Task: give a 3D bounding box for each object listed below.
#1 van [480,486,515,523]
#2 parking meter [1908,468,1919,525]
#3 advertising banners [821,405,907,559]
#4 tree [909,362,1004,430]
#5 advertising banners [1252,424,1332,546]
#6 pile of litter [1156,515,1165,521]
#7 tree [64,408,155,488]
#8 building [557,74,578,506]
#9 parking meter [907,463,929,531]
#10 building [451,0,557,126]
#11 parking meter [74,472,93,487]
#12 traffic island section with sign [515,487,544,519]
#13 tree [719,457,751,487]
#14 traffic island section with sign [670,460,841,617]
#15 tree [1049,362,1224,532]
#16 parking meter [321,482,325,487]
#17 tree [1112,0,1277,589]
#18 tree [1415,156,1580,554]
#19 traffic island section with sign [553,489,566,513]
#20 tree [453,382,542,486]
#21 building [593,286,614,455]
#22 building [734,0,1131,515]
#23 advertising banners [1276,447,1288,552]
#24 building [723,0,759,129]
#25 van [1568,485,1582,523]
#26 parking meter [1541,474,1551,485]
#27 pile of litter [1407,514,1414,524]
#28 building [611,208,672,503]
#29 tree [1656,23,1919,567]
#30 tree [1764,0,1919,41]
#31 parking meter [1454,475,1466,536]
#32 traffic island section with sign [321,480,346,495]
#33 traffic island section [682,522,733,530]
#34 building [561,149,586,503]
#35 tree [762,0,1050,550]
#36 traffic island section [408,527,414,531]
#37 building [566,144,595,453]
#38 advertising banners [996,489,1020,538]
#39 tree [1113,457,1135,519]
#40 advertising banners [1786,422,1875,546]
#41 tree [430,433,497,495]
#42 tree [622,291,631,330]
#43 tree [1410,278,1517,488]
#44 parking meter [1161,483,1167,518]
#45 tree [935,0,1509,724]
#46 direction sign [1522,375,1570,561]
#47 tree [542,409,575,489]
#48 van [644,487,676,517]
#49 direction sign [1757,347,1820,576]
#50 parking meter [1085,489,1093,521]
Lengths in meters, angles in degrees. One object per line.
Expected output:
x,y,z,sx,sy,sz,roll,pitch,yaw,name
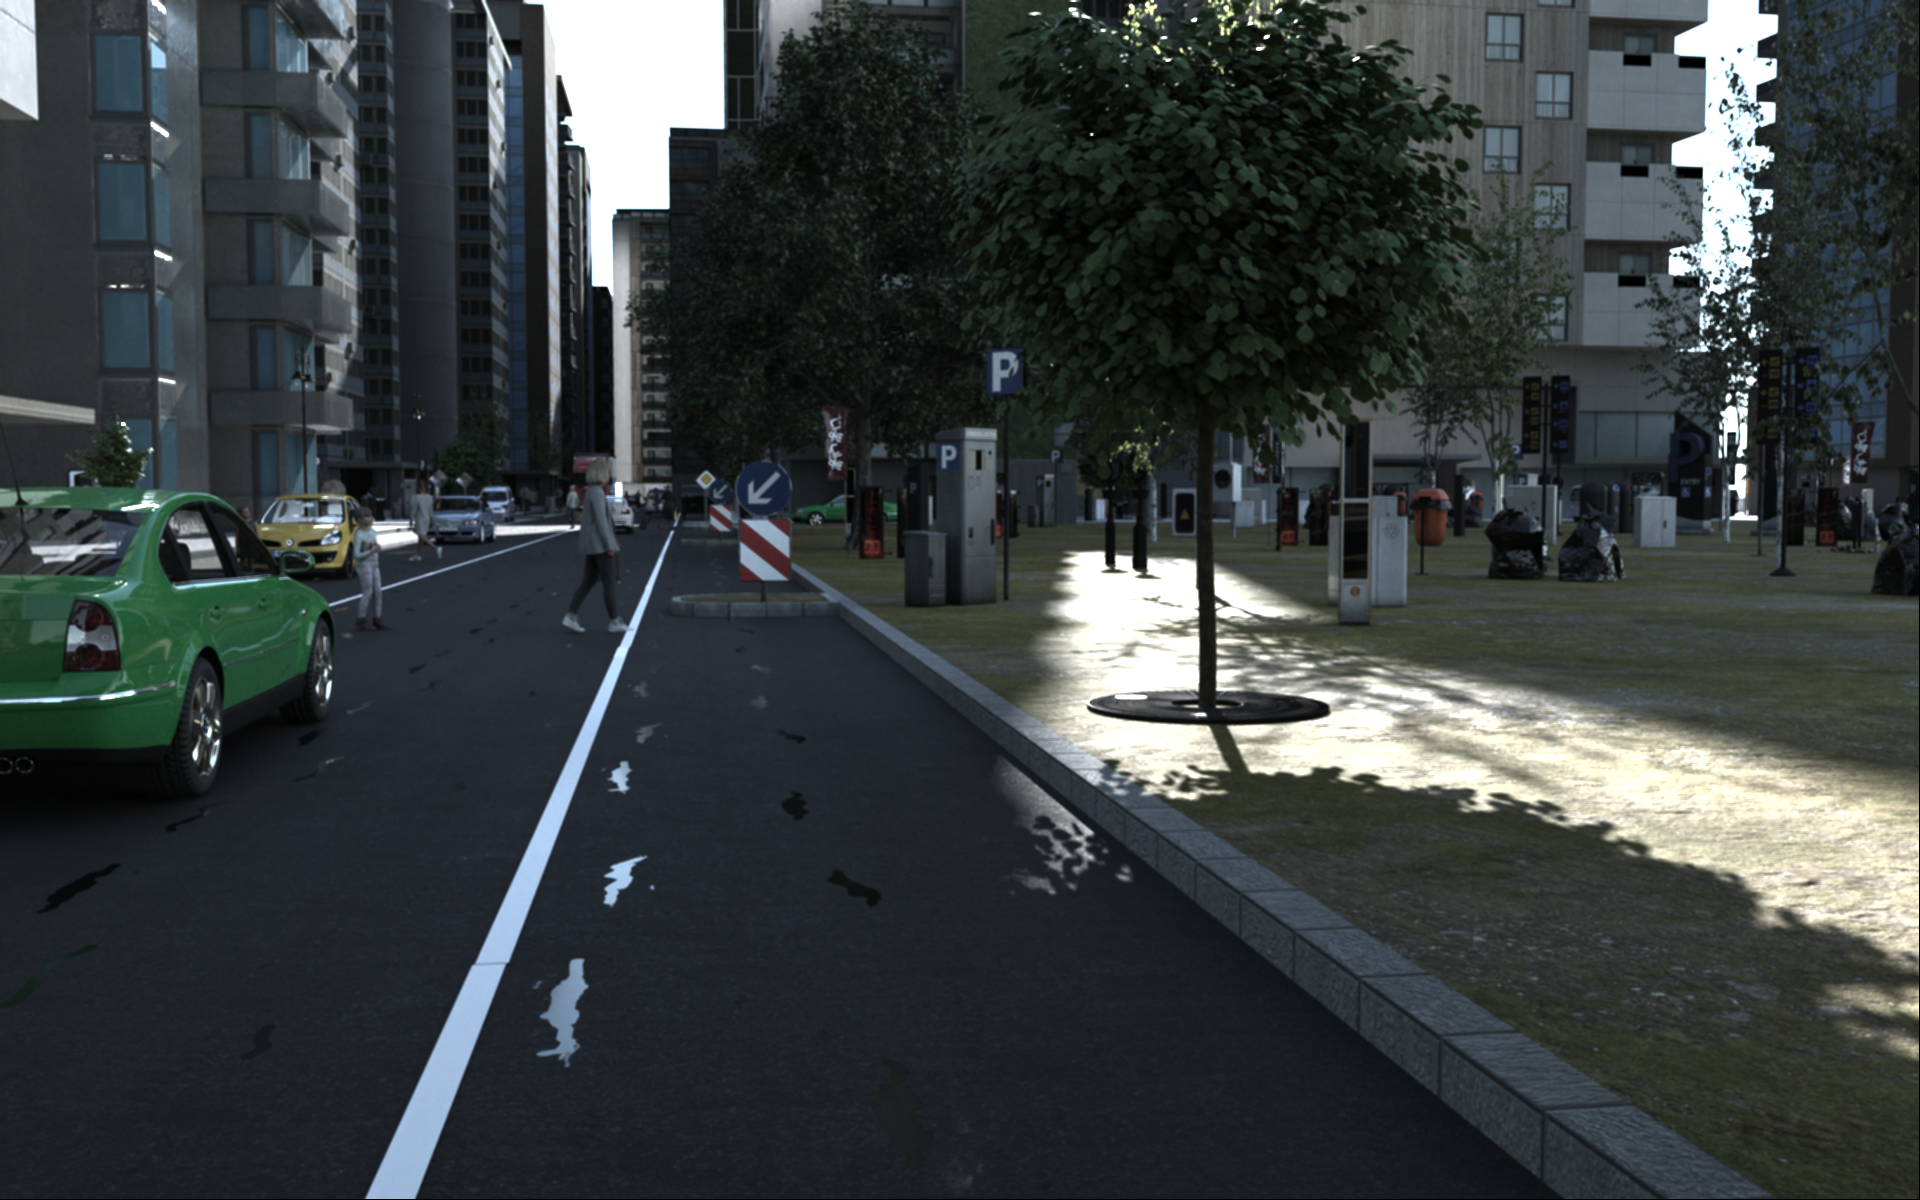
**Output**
-23.559,-4.941,87.804,2.013,2.044,4.112,-1,4,-10,van
21.457,-2.023,38.779,0.255,1.863,0.399,0,4,-4,parking meter
-1.726,-2.331,34.304,2.074,3.025,0.090,-1,4,-16,advertising banners
-0.088,-7.143,67.153,4.737,8.622,4.395,0,3,0,tree
8.221,-2.873,43.154,2.074,3.025,0.090,1,4,20,advertising banners
9.241,-4.211,82.817,1.719,0.858,1.176,-3,5,-41,pile of litter
-18.877,-2.711,38.919,1.663,3.219,1.824,0,3,0,tree
-50.901,-31.925,176.591,22.147,44.769,28.867,-1,4,-9,building
-0.803,-1.666,32.949,0.255,1.863,0.399,-3,5,-43,parking meter
-43.673,-30.938,155.949,14.600,45.320,14.200,-1,4,-9,building
-22.501,-2.371,44.475,0.255,1.863,0.399,2,4,32,parking meter
-25.553,-5.702,101.862,1.989,1.847,2.006,-1,4,-9,traffic island section with sign
-12.207,-7.132,100.319,4.285,4.588,4.351,0,3,0,tree
-2.534,-0.766,21.158,1.989,1.847,2.006,-1,4,-9,traffic island section with sign
5.916,-8.545,57.832,7.486,12.596,7.792,0,3,0,tree
-31.123,-4.842,84.883,0.255,1.863,0.399,-3,5,-41,parking meter
3.401,-4.473,23.504,4.360,8.622,3.978,0,3,0,tree
11.306,-5.301,37.033,4.737,8.622,4.395,0,3,0,tree
-29.786,-7.349,128.792,1.989,1.847,2.006,-1,4,-9,traffic island section with sign
-30.724,-9.931,112.734,4.737,8.622,4.395,0,3,0,tree
-55.031,-28.594,239.211,14.107,30.474,14.160,-1,4,-9,building
1.221,-25.902,115.381,32.217,40.220,23.993,-1,4,-9,building
7.304,-2.645,39.440,0.090,3.025,2.074,1,4,14,advertising banners
-21.376,-47.699,218.133,20.563,71.187,20.611,-1,4,-9,building
30.448,-4.492,80.455,4.112,2.044,2.013,-1,4,-9,van
17.150,-2.755,50.750,0.255,1.863,0.399,1,4,15,parking meter
19.434,-3.641,73.501,1.176,0.858,1.719,-3,5,-44,pile of litter
-41.100,-34.094,241.033,14.086,41.232,14.154,-1,4,-9,building
14.200,-4.876,30.079,4.360,8.622,3.978,0,3,0,tree
8.886,-3.984,15.507,4.360,8.622,3.978,0,3,0,tree
15.201,-2.872,52.675,0.255,1.863,0.399,2,4,33,parking meter
-16.859,-2.317,46.503,1.989,1.847,2.006,-1,4,-9,traffic island section with sign
-10.285,-2.950,70.517,2.009,0.180,2.903,-1,4,-9,traffic island section
-50.815,-31.545,199.361,14.154,41.232,14.086,-1,4,-9,building
-2.166,-7.532,40.164,9.611,12.733,9.660,0,3,0,tree
-20.700,-2.851,68.892,2.009,0.180,2.903,-1,4,-9,traffic island section
-53.606,-34.686,217.225,14.200,45.320,14.600,-1,4,-9,building
1.086,-3.307,50.250,0.090,3.025,2.074,3,4,39,advertising banners
8.198,-5.707,87.917,1.663,3.219,1.824,0,3,0,tree
21.309,-2.837,42.568,2.074,3.025,0.090,3,5,41,advertising banners
-27.931,-6.962,97.542,4.285,4.588,4.351,0,3,0,tree
-6.069,-8.529,56.451,9.611,12.733,9.660,0,3,0,tree
15.482,-6.452,55.850,4.360,8.622,3.978,0,3,0,tree
10.862,-5.299,92.348,0.255,1.863,0.399,1,4,17,parking meter
1.479,-1.627,10.311,4.285,4.588,4.351,0,3,0,tree
11.259,-2.529,33.346,0.876,3.537,0.379,2,4,31,direction sign
-34.888,-11.971,146.089,4.737,8.622,4.395,0,3,0,tree
-18.761,-6.184,108.124,2.013,2.044,4.112,0,4,-8,van
12.913,-2.145,27.068,0.876,3.537,0.379,3,4,38,direction sign
6.550,-4.874,88.099,0.372,1.533,0.369,0,3,0,parking meter
